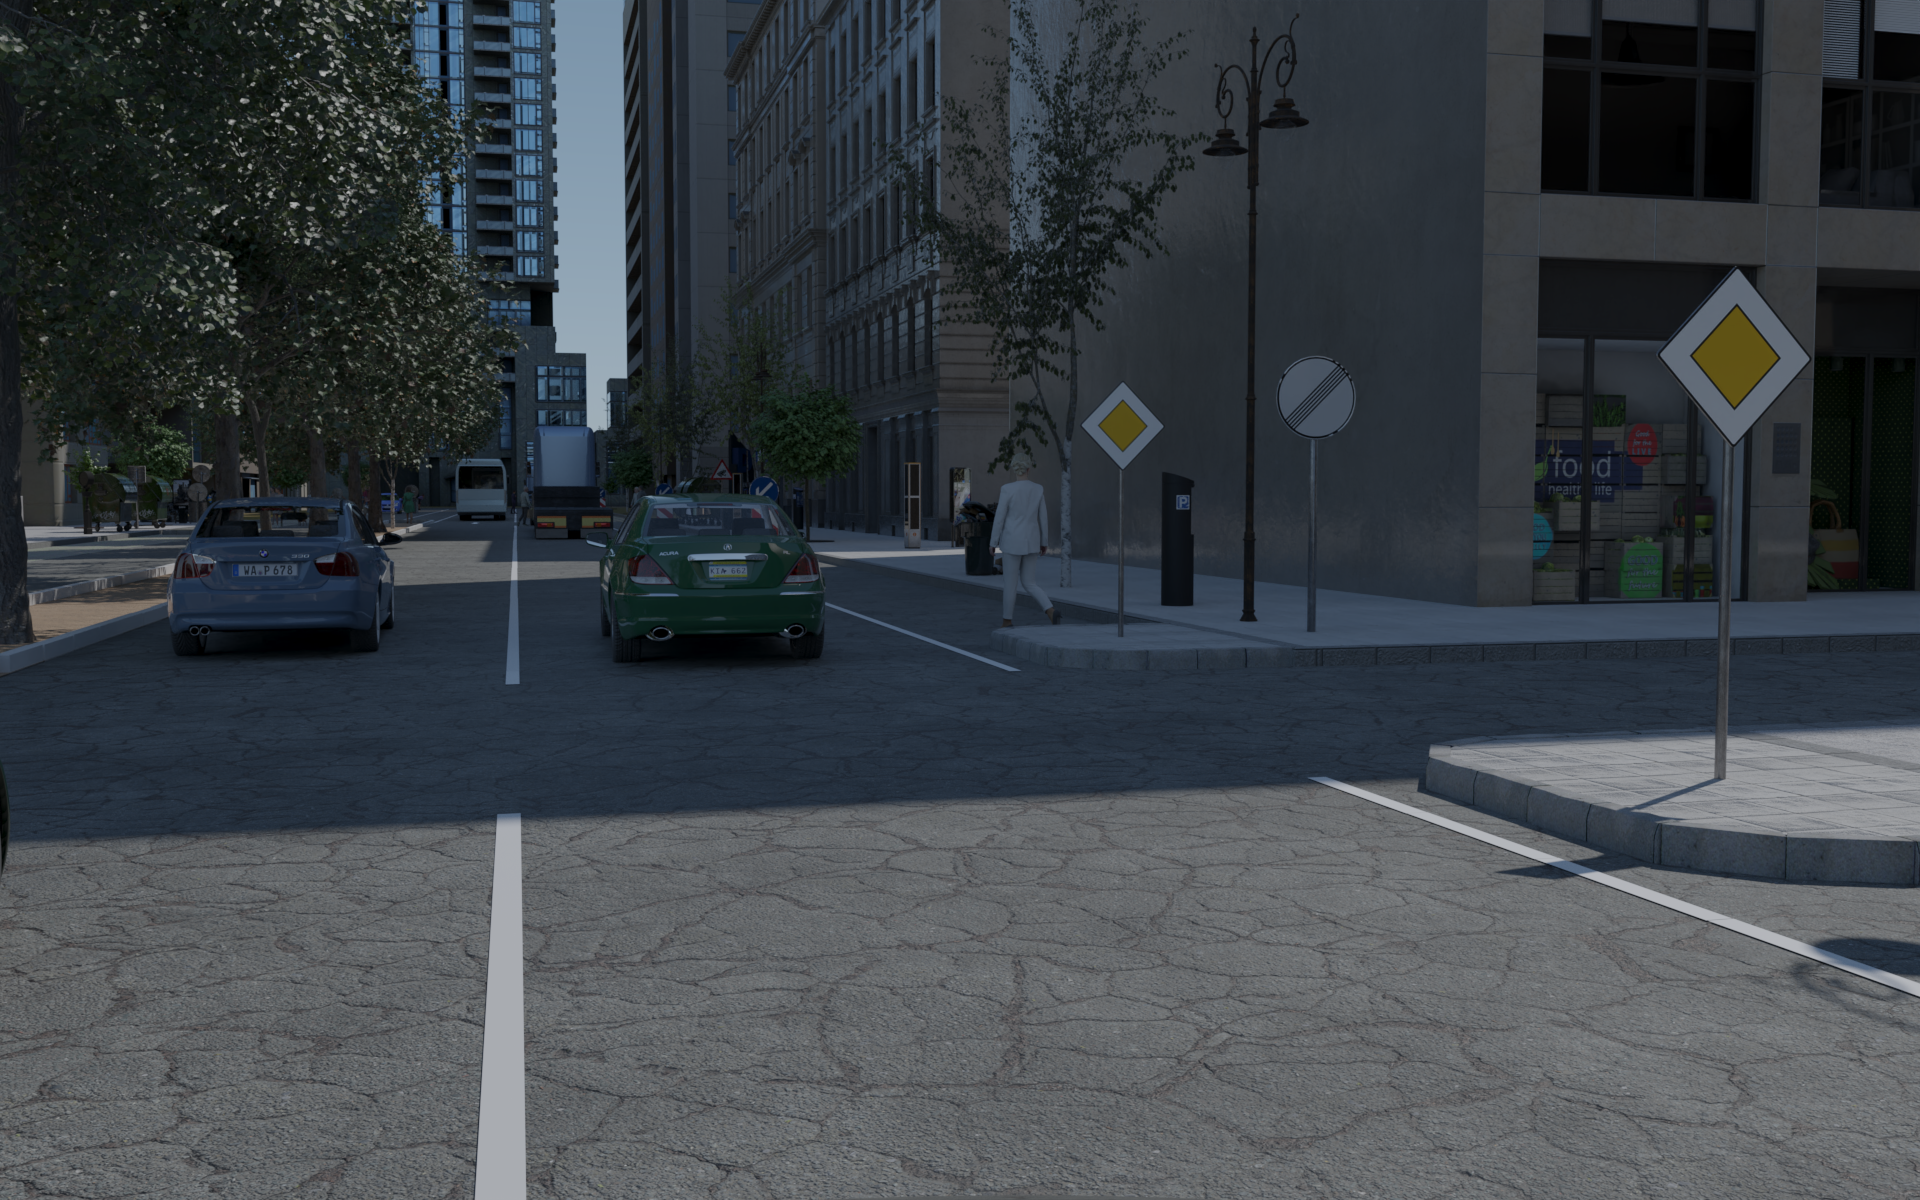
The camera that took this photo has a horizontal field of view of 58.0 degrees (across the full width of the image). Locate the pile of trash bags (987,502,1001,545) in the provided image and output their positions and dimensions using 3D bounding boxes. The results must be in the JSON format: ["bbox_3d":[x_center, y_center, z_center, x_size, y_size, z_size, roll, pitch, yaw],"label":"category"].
[{"bbox_3d":[1.615,-2.139,44.731,1.912,1.369,3.447,1,4,17],"label":"pile of trash bags"}]

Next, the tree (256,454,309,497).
[{"bbox_3d":[-41.052,-7.450,105.525,4.285,4.588,4.351,0,3,0],"label":"tree"}]

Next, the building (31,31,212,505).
[{"bbox_3d":[-56.396,-30.728,91.638,28.713,52.752,27.495,-1,4,-14],"label":"building"}]

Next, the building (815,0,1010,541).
[{"bbox_3d":[1.721,-12.658,56.113,9.793,20.994,18.267,-1,4,-14],"label":"building"}]

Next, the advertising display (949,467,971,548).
[{"bbox_3d":[0.010,-2.245,41.927,0.123,1.923,0.974,2,4,26],"label":"advertising display"}]

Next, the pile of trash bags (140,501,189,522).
[{"bbox_3d":[-36.972,-4.244,79.141,3.447,1.369,1.912,1,4,10],"label":"pile of trash bags"}]

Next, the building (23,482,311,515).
[{"bbox_3d":[-67.175,-17.856,136.991,28.899,21.520,27.650,-1,4,-14],"label":"building"}]

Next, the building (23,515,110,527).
[{"bbox_3d":[-47.641,-13.086,58.989,27.650,21.520,28.899,-1,4,-14],"label":"building"}]

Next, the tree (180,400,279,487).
[{"bbox_3d":[-37.321,-8.417,87.980,4.737,8.622,4.395,0,3,0],"label":"tree"}]

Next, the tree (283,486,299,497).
[{"bbox_3d":[-43.482,-9.952,113.075,4.737,8.622,4.395,0,3,0],"label":"tree"}]

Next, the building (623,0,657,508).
[{"bbox_3d":[-17.825,-32.288,151.605,21.300,48.544,21.600,-1,4,-14],"label":"building"}]

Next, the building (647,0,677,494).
[{"bbox_3d":[-16.299,-29.522,132.797,14.600,45.320,14.200,-1,4,-14],"label":"building"}]

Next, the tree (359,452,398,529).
[{"bbox_3d":[-23.431,-7.247,71.302,4.360,8.622,3.978,0,3,0],"label":"tree"}]

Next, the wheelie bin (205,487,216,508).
[{"bbox_3d":[-34.428,-4.397,79.799,0.693,1.594,0.980,-2,4,-26],"label":"wheelie bin"}]

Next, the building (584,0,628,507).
[{"bbox_3d":[-24.094,-53.401,185.769,31.000,86.520,22.319,-1,4,-14],"label":"building"}]

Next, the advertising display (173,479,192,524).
[{"bbox_3d":[-33.878,-4.296,75.461,0.974,1.923,0.123,1,4,22],"label":"advertising display"}]

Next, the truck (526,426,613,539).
[{"bbox_3d":[-14.380,-4.508,63.457,2.967,4.110,18.799,-1,4,-14],"label":"truck"}]

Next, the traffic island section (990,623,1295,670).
[{"bbox_3d":[1.461,0.411,15.561,2.009,0.180,2.903,-1,4,-14],"label":"traffic island section"}]

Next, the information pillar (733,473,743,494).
[{"bbox_3d":[-7.819,-3.457,61.019,0.304,2.012,0.304,0,4,6],"label":"information pillar"}]

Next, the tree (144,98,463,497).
[{"bbox_3d":[-14.524,-6.077,36.232,8.767,10.594,7.601,-1,4,-14],"label":"tree"}]

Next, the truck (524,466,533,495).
[{"bbox_3d":[-37.234,-10.023,153.637,2.967,4.110,18.799,-1,4,-14],"label":"truck"}]

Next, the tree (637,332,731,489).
[{"bbox_3d":[-12.372,-7.824,78.292,4.360,8.622,3.978,0,3,0],"label":"tree"}]

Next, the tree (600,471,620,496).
[{"bbox_3d":[-29.559,-9.333,147.199,1.663,3.219,1.824,0,3,0],"label":"tree"}]

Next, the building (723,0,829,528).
[{"bbox_3d":[-2.895,-17.144,77.570,12.463,27.353,25.104,-1,4,-14],"label":"building"}]

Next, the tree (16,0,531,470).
[{"bbox_3d":[-11.893,-6.630,27.870,9.611,12.733,9.660,0,3,0],"label":"tree"}]

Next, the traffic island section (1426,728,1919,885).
[{"bbox_3d":[3.444,0.884,7.825,2.009,0.180,2.903,-1,4,-14],"label":"traffic island section"}]

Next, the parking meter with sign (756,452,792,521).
[{"bbox_3d":[-7.057,-4.268,66.049,0.543,3.016,1.738,2,4,28],"label":"parking meter with sign"}]

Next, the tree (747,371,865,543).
[{"bbox_3d":[-4.089,-3.838,46.473,4.285,4.588,4.351,0,3,0],"label":"tree"}]

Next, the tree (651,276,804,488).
[{"bbox_3d":[-6.906,-6.564,57.687,4.737,8.622,4.395,0,3,0],"label":"tree"}]

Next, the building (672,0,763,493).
[{"bbox_3d":[-8.068,-34.900,112.612,21.231,58.520,28.212,-1,4,-14],"label":"building"}]

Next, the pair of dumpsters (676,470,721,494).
[{"bbox_3d":[-10.681,-4.203,71.213,1.574,2.255,4.437,-1,4,-14],"label":"pair of dumpsters"}]

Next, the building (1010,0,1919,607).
[{"bbox_3d":[19.938,-13.930,32.278,34.151,26.468,19.350,-1,4,-14],"label":"building"}]

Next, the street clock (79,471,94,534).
[{"bbox_3d":[-27.741,-3.087,55.043,0.471,2.002,0.358,2,4,28],"label":"street clock"}]

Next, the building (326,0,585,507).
[{"bbox_3d":[-55.064,-52.948,178.379,31.000,86.520,22.319,-1,4,-14],"label":"building"}]

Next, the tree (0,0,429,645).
[{"bbox_3d":[-9.302,-6.556,16.295,9.857,13.997,8.962,0,3,0],"label":"tree"}]

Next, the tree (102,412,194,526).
[{"bbox_3d":[-32.750,-5.275,69.965,4.285,4.588,4.351,0,3,0],"label":"tree"}]

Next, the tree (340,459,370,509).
[{"bbox_3d":[-52.368,-10.226,150.915,4.285,4.588,4.351,0,3,0],"label":"tree"}]

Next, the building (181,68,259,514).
[{"bbox_3d":[-54.542,-28.362,113.826,14.600,45.320,14.200,-1,4,-14],"label":"building"}]

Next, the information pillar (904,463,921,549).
[{"bbox_3d":[-1.120,-2.214,40.688,0.304,2.012,0.304,-2,4,-23],"label":"information pillar"}]

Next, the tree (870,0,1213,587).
[{"bbox_3d":[1.228,-4.484,23.675,4.360,8.622,3.978,0,3,0],"label":"tree"}]
